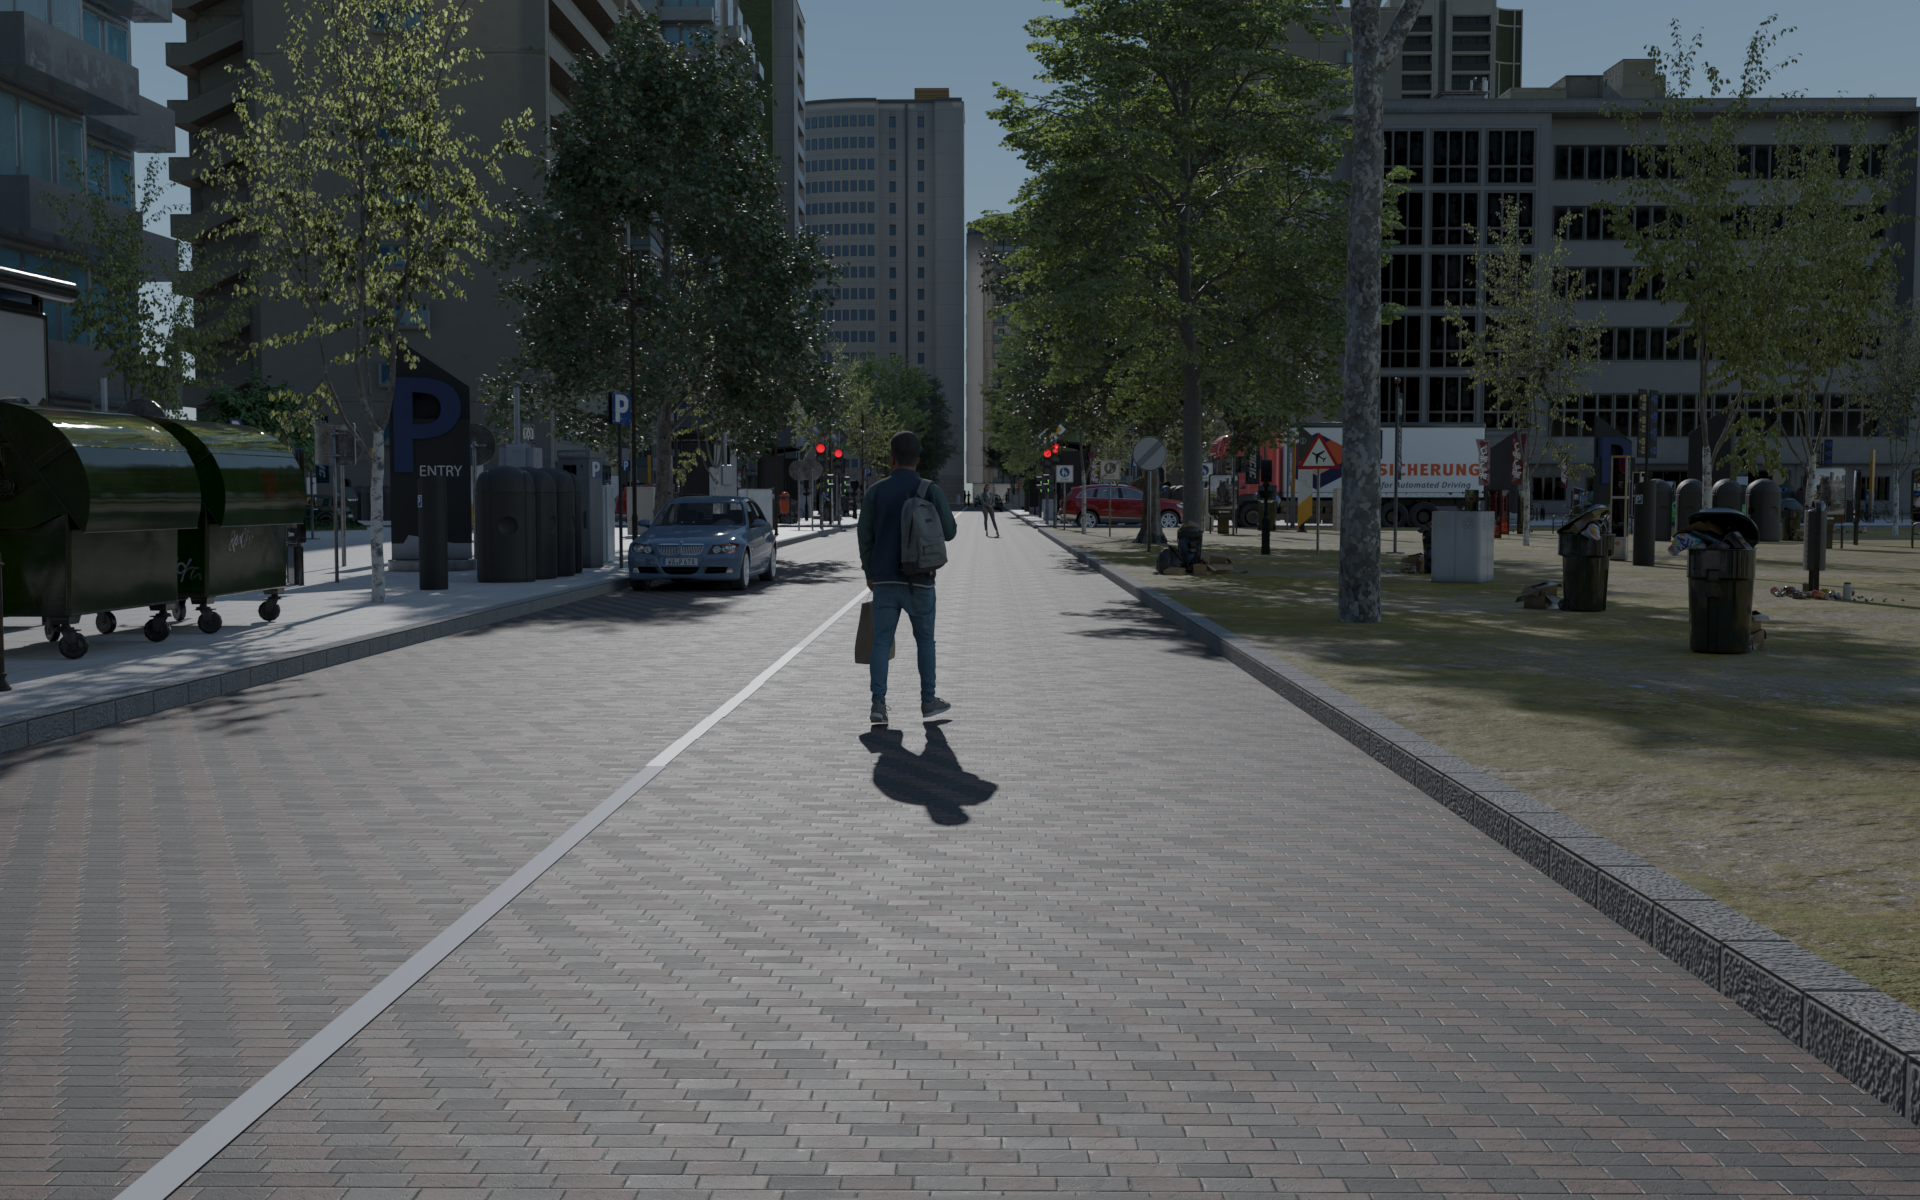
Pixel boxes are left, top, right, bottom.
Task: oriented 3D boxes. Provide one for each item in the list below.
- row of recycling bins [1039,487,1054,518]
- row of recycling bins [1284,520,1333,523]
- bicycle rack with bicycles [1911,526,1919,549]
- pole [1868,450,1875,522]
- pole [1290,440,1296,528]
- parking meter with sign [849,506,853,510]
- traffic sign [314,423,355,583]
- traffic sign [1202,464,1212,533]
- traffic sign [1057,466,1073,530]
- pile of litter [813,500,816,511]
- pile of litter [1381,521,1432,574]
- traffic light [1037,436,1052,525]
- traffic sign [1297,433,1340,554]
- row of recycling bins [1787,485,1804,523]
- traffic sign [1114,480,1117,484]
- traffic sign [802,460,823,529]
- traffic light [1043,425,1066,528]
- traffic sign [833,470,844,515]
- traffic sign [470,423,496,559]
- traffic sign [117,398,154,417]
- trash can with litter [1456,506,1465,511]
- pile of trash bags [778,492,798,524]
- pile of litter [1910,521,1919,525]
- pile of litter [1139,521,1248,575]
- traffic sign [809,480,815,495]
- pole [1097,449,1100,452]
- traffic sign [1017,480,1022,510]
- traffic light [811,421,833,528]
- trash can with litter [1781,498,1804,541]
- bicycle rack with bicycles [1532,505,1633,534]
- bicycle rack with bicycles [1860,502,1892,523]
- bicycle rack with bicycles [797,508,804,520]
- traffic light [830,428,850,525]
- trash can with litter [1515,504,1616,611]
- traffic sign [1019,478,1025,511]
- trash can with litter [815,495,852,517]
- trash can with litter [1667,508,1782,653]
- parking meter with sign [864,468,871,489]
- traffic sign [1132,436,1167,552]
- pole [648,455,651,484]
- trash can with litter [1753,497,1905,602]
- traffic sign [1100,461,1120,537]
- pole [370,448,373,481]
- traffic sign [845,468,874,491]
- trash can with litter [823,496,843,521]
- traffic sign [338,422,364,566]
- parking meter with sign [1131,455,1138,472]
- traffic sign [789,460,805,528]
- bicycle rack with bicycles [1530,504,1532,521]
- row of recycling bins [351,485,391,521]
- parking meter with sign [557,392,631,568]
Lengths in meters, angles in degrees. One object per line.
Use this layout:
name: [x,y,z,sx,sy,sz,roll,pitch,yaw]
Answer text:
row of recycling bins: [4.846,-5.327,94.208,1.069,1.692,3.534,0,4,6]
row of recycling bins: [15.962,-4.226,76.201,3.534,1.692,1.069,2,4,31]
bicycle rack with bicycles: [23.601,-1.650,40.352,2.852,0.926,2.925,-1,4,-15]
pole: [41.907,-5.245,79.605,0.158,3.312,0.155,0,3,0]
pole: [12.549,-4.368,65.255,0.158,3.312,0.155,0,3,0]
parking meter with sign: [-8.823,-8.561,136.238,0.543,3.016,1.738,-2,4,-35]
traffic sign: [-9.016,-1.399,25.004,0.606,2.300,0.079,0,4,6]
traffic sign: [7.983,-3.346,56.837,0.606,2.300,0.079,1,4,10]
traffic sign: [3.719,-3.642,61.680,0.606,2.300,0.079,0,4,1]
pile of litter: [-11.053,-7.131,130.551,1.719,0.858,1.176,3,4,39]
pile of litter: [7.675,-0.868,28.158,1.719,0.858,1.176,2,4,28]
traffic light: [3.643,-5.125,72.719,0.839,4.253,0.868,0,4,1]
traffic sign: [7.595,-2.245,36.709,0.884,2.594,0.081,1,4,9]
row of recycling bins: [37.018,-4.257,76.721,1.069,1.692,3.534,-3,4,-37]
traffic sign: [9.323,-6.547,107.154,0.768,2.556,0.104,1,4,10]
traffic sign: [-5.484,-3.925,64.278,0.768,2.556,0.104,0,4,6]
traffic light: [3.539,-4.637,64.735,0.839,4.253,0.868,0,4,1]
traffic sign: [-6.351,-5.444,89.109,0.768,2.556,0.104,0,4,5]
traffic sign: [-8.748,-1.905,31.246,0.768,2.556,0.104,0,4,1]
traffic sign: [-10.890,-1.402,23.031,0.768,2.556,0.104,0,4,7]
trash can with litter: [40.644,-7.897,140.496,0.624,1.170,1.055,2,4,29]
pile of trash bags: [-7.858,-3.966,74.603,1.912,1.369,3.447,-1,4,-19]
pile of litter: [40.221,-3.566,72.262,1.719,0.858,1.176,-2,4,-29]
pile of litter: [3.867,-0.851,27.872,1.719,0.858,1.176,-1,4,-10]
traffic sign: [-8.542,-5.906,98.684,0.606,2.300,0.079,0,4,2]
pole: [6.168,-5.137,77.832,0.158,3.312,0.155,0,3,0]
traffic sign: [5.057,-8.640,141.363,0.768,2.556,0.104,0,4,4]
traffic light: [-5.172,-4.643,64.831,0.839,4.253,0.868,0,4,1]
trash can with litter: [22.978,-2.209,47.506,0.624,1.170,1.055,0,4,-6]
bicycle rack with bicycles: [20.626,-2.602,55.917,2.925,0.926,2.852,-3,5,-41]
bicycle rack with bicycles: [40.510,-3.919,77.464,2.925,0.926,2.852,-1,4,-21]
bicycle rack with bicycles: [-9.159,-4.234,82.600,2.925,0.926,2.852,1,4,12]
traffic light: [-5.068,-5.131,72.816,0.839,4.253,0.868,0,4,1]
trash can with litter: [6.662,-0.473,19.126,0.624,1.170,1.055,-3,5,-44]
traffic sign: [4.816,-7.878,128.814,0.884,2.594,0.081,0,4,8]
trash can with litter: [-7.788,-5.869,107.019,2.233,1.210,1.678,0,4,2]
trash can with litter: [6.258,-0.173,14.221,0.624,1.170,1.055,3,4,37]
parking meter with sign: [-5.936,-7.422,117.612,0.543,3.016,1.738,1,4,21]
traffic sign: [4.182,-2.332,38.240,0.768,2.556,0.104,1,4,9]
pole: [-16.260,-5.923,90.687,0.158,3.312,0.155,0,3,0]
trash can with litter: [10.799,-0.654,21.744,1.678,1.210,2.233,1,4,20]
traffic sign: [4.493,-3.043,51.875,0.606,2.300,0.079,1,4,9]
pole: [-25.868,-5.049,76.395,0.158,3.312,0.155,0,3,0]
traffic sign: [-7.788,-8.544,133.570,2.265,3.308,0.079,0,4,2]
trash can with litter: [-6.073,-4.345,82.431,1.055,1.170,0.624,1,4,16]
traffic sign: [-10.927,-1.868,30.652,0.768,2.556,0.104,0,4,5]
parking meter with sign: [8.122,-4.934,76.924,0.543,3.016,1.738,1,4,22]
traffic sign: [-6.023,-3.953,64.739,0.768,2.556,0.104,0,4,5]
bicycle rack with bicycles: [26.855,-4.257,82.988,2.852,0.926,2.925,1,4,18]
row of recycling bins: [-28.713,-4.689,83.786,3.534,1.692,1.069,2,4,33]
parking meter with sign: [-6.609,-2.073,30.152,1.738,3.016,0.543,2,4,23]
